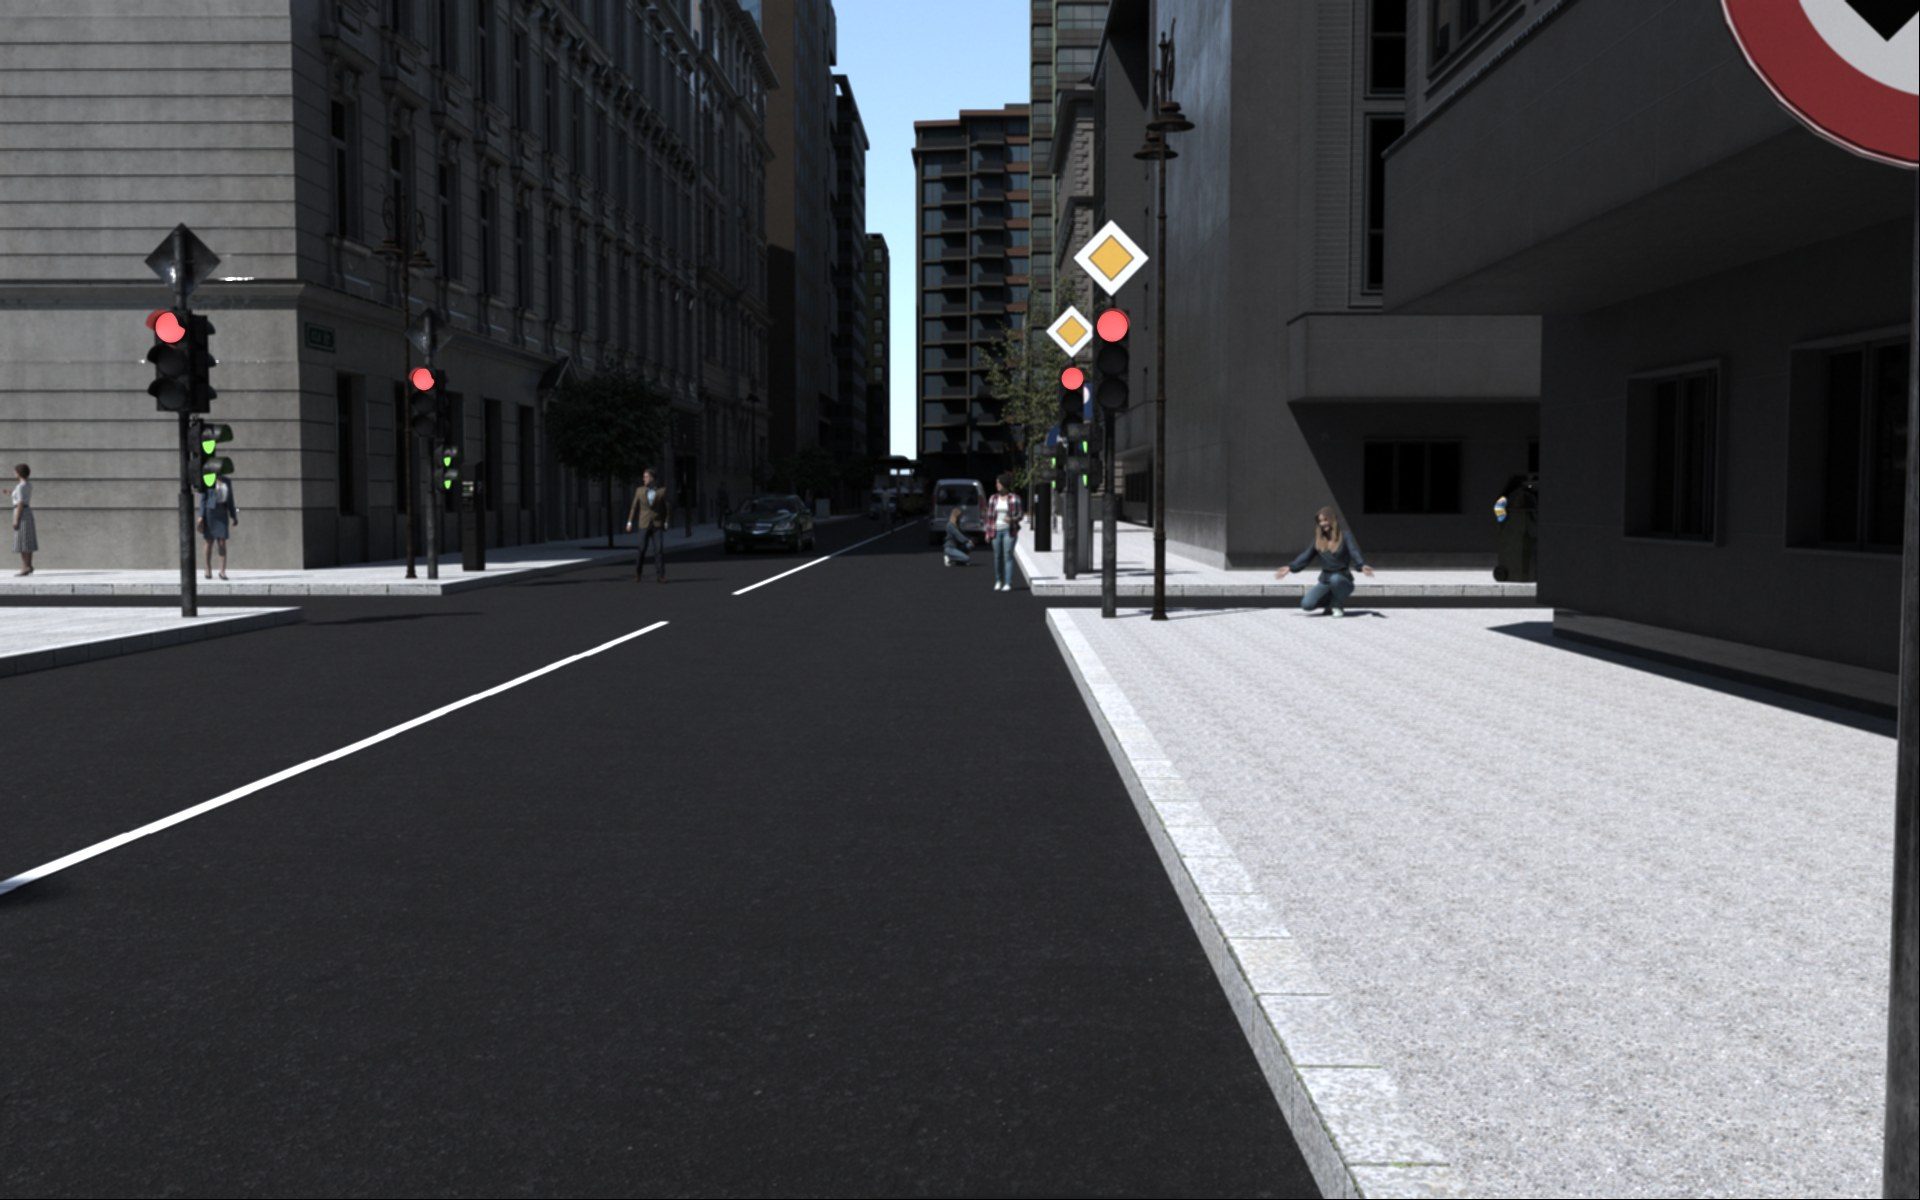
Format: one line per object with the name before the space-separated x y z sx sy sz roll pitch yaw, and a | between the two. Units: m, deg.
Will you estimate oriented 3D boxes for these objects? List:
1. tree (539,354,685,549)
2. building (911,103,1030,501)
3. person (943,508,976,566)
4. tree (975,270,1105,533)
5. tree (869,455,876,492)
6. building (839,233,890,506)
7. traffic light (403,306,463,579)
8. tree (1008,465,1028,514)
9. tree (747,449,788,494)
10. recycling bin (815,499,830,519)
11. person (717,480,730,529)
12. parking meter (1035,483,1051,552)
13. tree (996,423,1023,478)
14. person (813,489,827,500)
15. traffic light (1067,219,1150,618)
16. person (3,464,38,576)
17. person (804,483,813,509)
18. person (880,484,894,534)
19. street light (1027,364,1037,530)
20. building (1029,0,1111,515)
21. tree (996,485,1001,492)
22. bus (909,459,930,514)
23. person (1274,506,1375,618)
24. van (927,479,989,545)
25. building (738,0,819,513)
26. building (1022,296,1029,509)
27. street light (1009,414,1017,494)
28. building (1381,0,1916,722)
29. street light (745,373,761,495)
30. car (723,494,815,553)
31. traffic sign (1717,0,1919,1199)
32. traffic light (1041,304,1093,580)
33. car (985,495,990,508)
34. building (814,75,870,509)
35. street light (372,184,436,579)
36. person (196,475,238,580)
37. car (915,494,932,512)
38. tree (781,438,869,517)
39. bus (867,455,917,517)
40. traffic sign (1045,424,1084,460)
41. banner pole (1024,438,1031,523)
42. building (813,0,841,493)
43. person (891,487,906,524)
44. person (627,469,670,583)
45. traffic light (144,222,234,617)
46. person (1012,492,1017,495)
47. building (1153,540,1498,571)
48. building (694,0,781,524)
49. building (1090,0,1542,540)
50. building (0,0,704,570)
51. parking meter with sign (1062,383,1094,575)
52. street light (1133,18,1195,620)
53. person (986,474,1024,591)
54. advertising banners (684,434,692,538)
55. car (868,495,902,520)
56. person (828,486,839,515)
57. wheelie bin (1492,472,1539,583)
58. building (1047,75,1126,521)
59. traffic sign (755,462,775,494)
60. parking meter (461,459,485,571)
tree | -8.156 -3.488 40.738 4.285 4.588 4.351 0 3 0
building | 7.570 -33.182 197.155 28.867 44.769 22.147 0 4 1
person | 0.057 -1.264 34.666 0.738 1.151 1.012 1 4 16
tree | 2.867 -6.487 56.423 4.737 8.622 4.395 0 3 0
tree | -7.055 -8.536 123.279 4.285 4.588 4.351 0 3 0
building | -15.017 -25.790 193.367 14.107 30.474 14.160 0 4 1
traffic light | -7.920 -2.265 25.961 0.839 4.253 0.868 0 4 1
tree | 3.882 -7.220 112.644 1.663 3.219 1.824 0 3 0
tree | -8.084 -4.866 74.160 1.663 3.219 1.824 0 3 0
recycling bin | -7.188 -4.772 90.581 0.722 1.027 0.722 0 4 -6
person | -8.648 -3.525 63.854 0.590 1.801 0.661 1 4 22
parking meter | 1.847 -1.844 38.566 0.372 1.533 0.369 0 3 0
tree | 5.443 -13.954 178.504 4.360 8.622 3.978 0 3 0
person | -8.354 -5.976 103.707 0.705 1.831 1.348 -3 5 -41
traffic light | 1.527 -1.770 17.856 0.839 4.253 0.868 0 4 1
person | -14.741 -1.253 27.099 0.524 1.755 0.480 -1 4 -11
person | -7.548 -4.912 86.356 0.388 1.821 0.555 1 4 23
person | -2.632 -3.276 62.287 0.641 1.798 0.478 3 5 44
street light | 2.553 -5.402 61.118 0.468 5.910 1.993 0 4 1
building | 11.934 -26.903 123.465 14.154 41.232 14.086 0 4 1
tree | 4.423 -10.650 168.727 1.663 3.219 1.824 0 3 0
bus | -3.636 -8.244 126.334 2.896 3.916 12.252 0 4 1
person | 3.901 -0.397 18.039 1.012 1.151 0.738 3 5 40
van | 0.009 -2.639 50.159 2.013 2.044 4.112 0 4 3
building | -16.442 -28.001 107.925 14.600 45.320 14.200 0 4 1
building | 19.913 -19.242 159.644 27.650 21.520 28.899 0 4 1
street light | 3.095 -7.819 100.623 0.468 5.910 1.993 0 4 1
building | 10.511 -12.805 2.870 14.314 27.812 24.014 0 4 1
street light | -7.850 -5.693 65.869 0.468 5.910 1.993 0 4 1
car | -4.727 -1.933 43.408 2.131 1.459 4.920 0 4 2
traffic sign | 1.569 -0.164 2.790 0.768 2.556 0.104 0 4 6
traffic light | 1.641 -2.258 25.841 0.839 4.253 0.868 0 4 1
car | 1.388 -7.822 136.692 1.959 1.807 4.718 0 4 2
building | -20.622 -28.569 158.987 23.993 40.220 32.217 0 4 1
street light | -8.362 -3.267 26.211 0.468 5.910 1.993 0 4 1
person | -11.170 -1.221 26.031 0.581 1.822 0.654 -2 4 -30
car | -2.919 -8.020 140.915 2.009 1.686 4.222 0 4 1
tree | -8.367 -7.046 98.916 4.285 4.588 4.351 0 3 0
bus | -4.226 -7.375 112.123 2.896 3.916 12.252 0 3 0
traffic sign | 1.900 -1.878 30.810 0.768 2.556 0.104 1 4 10
banner pole | 3.004 -5.312 76.876 0.401 3.779 0.863 -1 4 -10
building | -23.419 -32.989 128.607 28.713 52.752 27.495 0 4 1
person | -2.990 -4.540 83.126 0.834 1.777 0.661 0 4 -2
person | -5.046 -1.200 28.027 0.656 1.842 0.836 -3 5 -41
traffic light | -8.033 -1.777 17.976 0.839 4.253 0.868 0 4 1
person | 4.450 -8.448 145.111 0.756 1.711 0.436 -2 4 -35
building | 19.407 -13.104 33.312 30.058 24.678 14.314 0 4 1
building | -16.822 -18.123 83.695 14.401 28.519 23.554 0 4 1
building | 12.929 -15.102 65.986 14.314 24.678 30.058 0 4 1
building | -18.679 -16.726 49.879 17.030 29.872 44.131 0 4 1
parking meter with sign | 1.932 -1.947 28.087 0.543 3.016 1.738 0 4 7
street light | 2.034 -2.734 17.485 0.468 5.910 1.993 0 4 1
person | 0.669 -0.999 25.666 0.563 1.720 0.643 1 4 21
advertising banners | -8.064 -3.367 51.232 0.090 3.025 2.074 0 4 -4
car | -4.200 -5.276 98.271 2.014 1.417 4.499 0 4 0
person | -7.817 -6.144 106.947 0.683 1.767 0.568 0 4 4
wheelie bin | 8.247 -1.060 25.243 0.980 1.594 0.693 -2 4 -33
building | 10.415 -16.033 91.014 11.050 23.489 19.941 0 4 1
traffic sign | -7.666 -4.154 68.032 0.768 2.556 0.104 0 4 4
parking meter | -8.116 -1.416 28.855 0.255 1.863 0.399 1 4 10
